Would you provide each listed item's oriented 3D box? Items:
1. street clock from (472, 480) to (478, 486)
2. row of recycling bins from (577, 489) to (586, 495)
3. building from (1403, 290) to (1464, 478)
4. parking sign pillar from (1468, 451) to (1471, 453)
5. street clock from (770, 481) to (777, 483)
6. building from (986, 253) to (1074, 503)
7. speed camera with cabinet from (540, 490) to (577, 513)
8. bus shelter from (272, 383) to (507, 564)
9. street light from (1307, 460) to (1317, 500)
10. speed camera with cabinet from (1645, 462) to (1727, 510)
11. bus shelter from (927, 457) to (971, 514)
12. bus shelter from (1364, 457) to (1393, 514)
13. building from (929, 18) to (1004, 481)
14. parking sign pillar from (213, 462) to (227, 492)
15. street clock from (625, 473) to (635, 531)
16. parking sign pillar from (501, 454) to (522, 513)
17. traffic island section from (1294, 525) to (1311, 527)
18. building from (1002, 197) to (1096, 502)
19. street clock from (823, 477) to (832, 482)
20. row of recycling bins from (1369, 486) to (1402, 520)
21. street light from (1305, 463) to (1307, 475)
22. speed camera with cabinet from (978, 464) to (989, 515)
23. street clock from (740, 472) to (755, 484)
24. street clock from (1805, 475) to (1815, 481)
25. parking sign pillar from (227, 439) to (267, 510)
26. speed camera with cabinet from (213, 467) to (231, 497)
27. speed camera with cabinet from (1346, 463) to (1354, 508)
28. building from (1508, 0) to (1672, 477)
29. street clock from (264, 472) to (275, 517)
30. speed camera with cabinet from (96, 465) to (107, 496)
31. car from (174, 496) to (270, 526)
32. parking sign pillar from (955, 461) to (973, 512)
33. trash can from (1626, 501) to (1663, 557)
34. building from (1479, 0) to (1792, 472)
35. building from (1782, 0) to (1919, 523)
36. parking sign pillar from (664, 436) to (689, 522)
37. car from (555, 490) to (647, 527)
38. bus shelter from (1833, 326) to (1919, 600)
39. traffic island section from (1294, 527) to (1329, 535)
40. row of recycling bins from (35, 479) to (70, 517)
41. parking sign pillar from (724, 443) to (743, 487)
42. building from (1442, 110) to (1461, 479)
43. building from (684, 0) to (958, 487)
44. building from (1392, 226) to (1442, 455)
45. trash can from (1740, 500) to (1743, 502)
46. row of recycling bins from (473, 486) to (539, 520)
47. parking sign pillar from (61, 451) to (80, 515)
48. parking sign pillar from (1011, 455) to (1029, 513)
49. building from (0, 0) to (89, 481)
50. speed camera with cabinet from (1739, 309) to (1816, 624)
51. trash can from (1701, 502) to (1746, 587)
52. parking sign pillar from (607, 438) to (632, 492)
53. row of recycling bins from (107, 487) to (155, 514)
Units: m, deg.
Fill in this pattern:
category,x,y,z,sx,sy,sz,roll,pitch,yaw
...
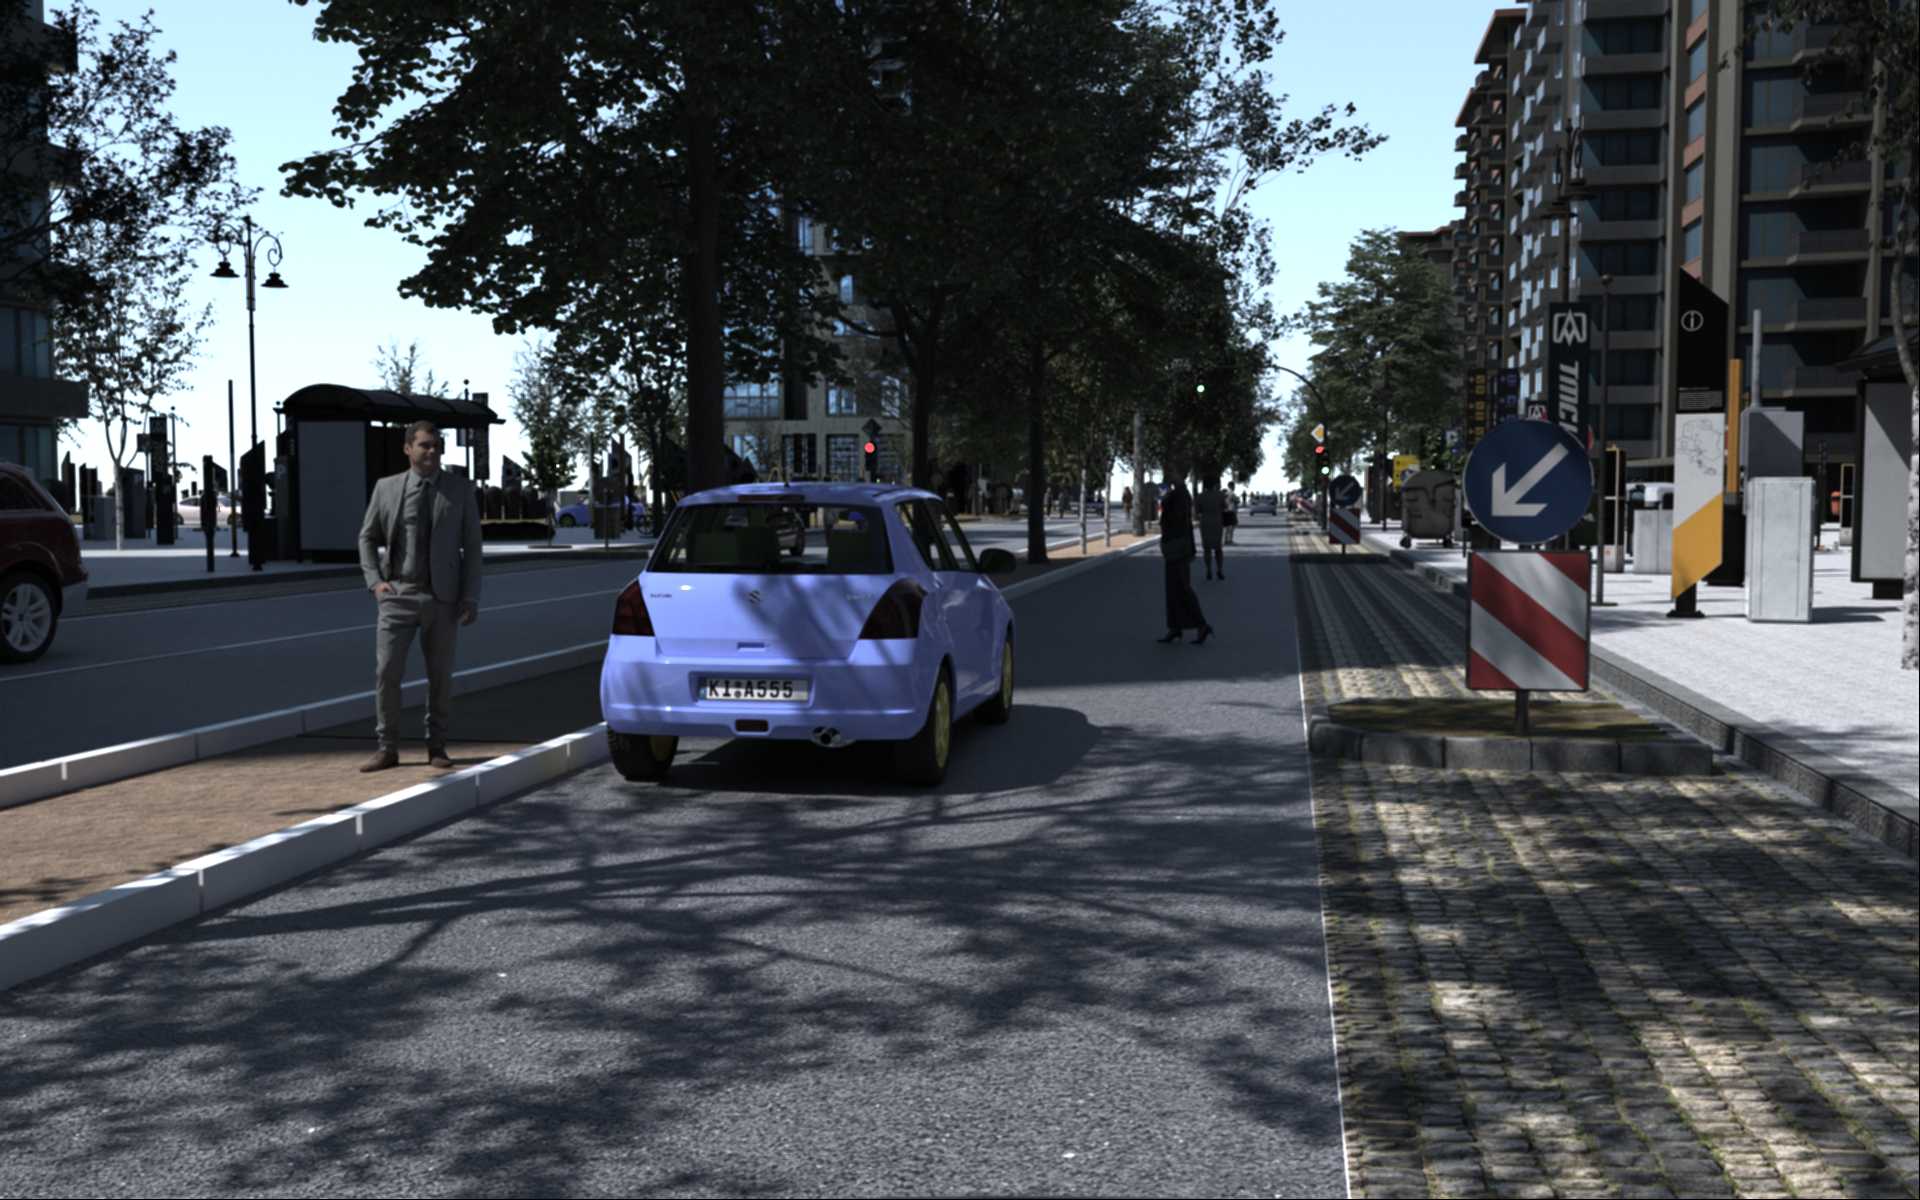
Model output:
category,x,y,z,sx,sy,sz,roll,pitch,yaw
street clock,-24.894,-5.149,88.760,0.358,2.002,0.471,0,4,5
row of recycling bins,-33.137,-8.865,152.058,1.069,1.692,3.534,-1,4,-19
building,73.467,-29.815,259.169,14.160,30.474,14.107,1,4,11
parking sign pillar,31.339,-7.157,105.491,1.447,3.967,1.447,3,4,37
street clock,-10.223,-5.524,94.881,0.471,2.002,0.358,0,4,-2
building,0.240,-34.687,259.006,32.217,40.220,23.993,1,4,11
speed camera with cabinet,-20.102,-5.651,86.725,0.660,3.252,2.038,2,4,30
bus shelter,-11.149,-2.478,34.443,2.014,3.302,5.546,1,4,10
street light,44.139,-14.943,217.109,0.468,5.910,1.993,1,4,11
speed camera with cabinet,17.484,-2.884,41.482,2.038,3.252,0.660,-1,4,-10
bus shelter,-0.673,-7.258,109.949,1.731,3.624,6.357,1,4,10
bus shelter,28.584,-7.778,118.460,1.731,3.624,6.357,1,4,11
building,-10.374,-37.062,195.206,28.713,52.752,27.495,1,4,11
parking sign pillar,-56.616,-8.793,132.244,1.447,3.967,1.447,-2,4,-29
street clock,-11.614,-3.447,60.927,0.358,2.002,0.471,-1,4,-21
parking sign pillar,-30.247,-7.851,116.839,1.447,3.967,1.447,1,4,11
traffic island section,14.298,-2.846,68.813,2.009,0.180,2.903,1,4,11
building,10.315,-45.326,283.077,21.231,58.520,28.212,1,4,11
street clock,-5.558,-4.162,72.617,0.358,2.002,0.471,-2,4,-24
row of recycling bins,22.546,-5.177,91.758,1.069,1.692,3.534,0,4,-1
street light,52.032,-17.577,260.165,0.468,5.910,1.993,1,4,11
speed camera with cabinet,1.331,-6.990,108.623,0.660,3.252,2.038,1,4,13
street clock,-7.011,-3.215,57.129,0.471,2.002,0.358,0,4,-4
street clock,33.017,-3.846,67.460,0.471,2.002,0.358,-1,4,-16
parking sign pillar,-34.807,-5.911,85.113,1.447,3.967,1.447,2,4,34
speed camera with cabinet,-55.350,-8.263,129.430,0.660,3.252,2.038,1,4,20
speed camera with cabinet,24.627,-7.063,109.818,0.660,3.252,2.038,1,4,18
building,51.476,-30.734,122.113,23.786,49.044,30.456,1,4,11
street clock,-22.221,-3.148,56.045,0.358,2.002,0.471,2,4,34
speed camera with cabinet,-58.834,-7.624,118.988,0.660,3.252,2.038,1,4,22
car,-31.465,-3.728,73.314,4.827,1.381,2.083,1,4,10
parking sign pillar,0.262,-8.166,121.994,1.447,3.967,1.447,-2,4,-29
trash can,13.958,-1.454,35.427,0.748,1.137,0.748,0,3,0
building,57.746,-30.607,155.050,22.147,44.769,28.867,1,4,11
building,48.438,-26.234,83.553,28.867,44.769,22.147,1,4,11
parking sign pillar,-12.894,-5.569,79.532,1.447,3.967,1.447,-3,5,-39
car,-14.765,-3.761,71.080,3.694,1.707,1.945,1,4,9
bus shelter,11.200,-1.499,18.437,2.014,3.302,5.546,1,4,10
traffic island section,12.835,-2.366,60.963,2.009,0.180,2.903,1,4,11
row of recycling bins,-24.534,-2.335,45.295,1.069,1.692,3.534,0,4,2
parking sign pillar,-11.484,-6.054,87.451,1.447,3.967,1.447,3,5,41
building,63.969,-32.329,183.203,22.147,44.769,28.867,1,4,11
building,-11.983,-52.101,164.517,22.319,86.520,31.000,1,4,11
building,81.573,-38.243,279.902,22.147,44.769,28.867,1,4,11
trash can,19.904,-2.030,44.842,0.748,1.137,0.748,0,3,0
row of recycling bins,-22.937,-4.886,86.994,3.534,1.692,1.069,-2,4,-26
parking sign pillar,-55.667,-7.319,108.143,1.447,3.967,1.447,-3,5,-45
parking sign pillar,4.251,-8.051,120.101,1.447,3.967,1.447,3,4,37
building,-42.105,-26.021,45.057,30.456,49.044,23.786,1,4,11
speed camera with cabinet,8.489,-1.446,17.973,0.660,3.252,2.038,1,4,22
trash can,10.691,-0.766,24.178,0.748,1.137,0.748,0,3,0
parking sign pillar,-16.309,-5.783,83.027,1.447,3.967,1.447,3,4,37
row of recycling bins,-50.187,-5.972,104.757,1.069,1.692,3.534,1,4,13
